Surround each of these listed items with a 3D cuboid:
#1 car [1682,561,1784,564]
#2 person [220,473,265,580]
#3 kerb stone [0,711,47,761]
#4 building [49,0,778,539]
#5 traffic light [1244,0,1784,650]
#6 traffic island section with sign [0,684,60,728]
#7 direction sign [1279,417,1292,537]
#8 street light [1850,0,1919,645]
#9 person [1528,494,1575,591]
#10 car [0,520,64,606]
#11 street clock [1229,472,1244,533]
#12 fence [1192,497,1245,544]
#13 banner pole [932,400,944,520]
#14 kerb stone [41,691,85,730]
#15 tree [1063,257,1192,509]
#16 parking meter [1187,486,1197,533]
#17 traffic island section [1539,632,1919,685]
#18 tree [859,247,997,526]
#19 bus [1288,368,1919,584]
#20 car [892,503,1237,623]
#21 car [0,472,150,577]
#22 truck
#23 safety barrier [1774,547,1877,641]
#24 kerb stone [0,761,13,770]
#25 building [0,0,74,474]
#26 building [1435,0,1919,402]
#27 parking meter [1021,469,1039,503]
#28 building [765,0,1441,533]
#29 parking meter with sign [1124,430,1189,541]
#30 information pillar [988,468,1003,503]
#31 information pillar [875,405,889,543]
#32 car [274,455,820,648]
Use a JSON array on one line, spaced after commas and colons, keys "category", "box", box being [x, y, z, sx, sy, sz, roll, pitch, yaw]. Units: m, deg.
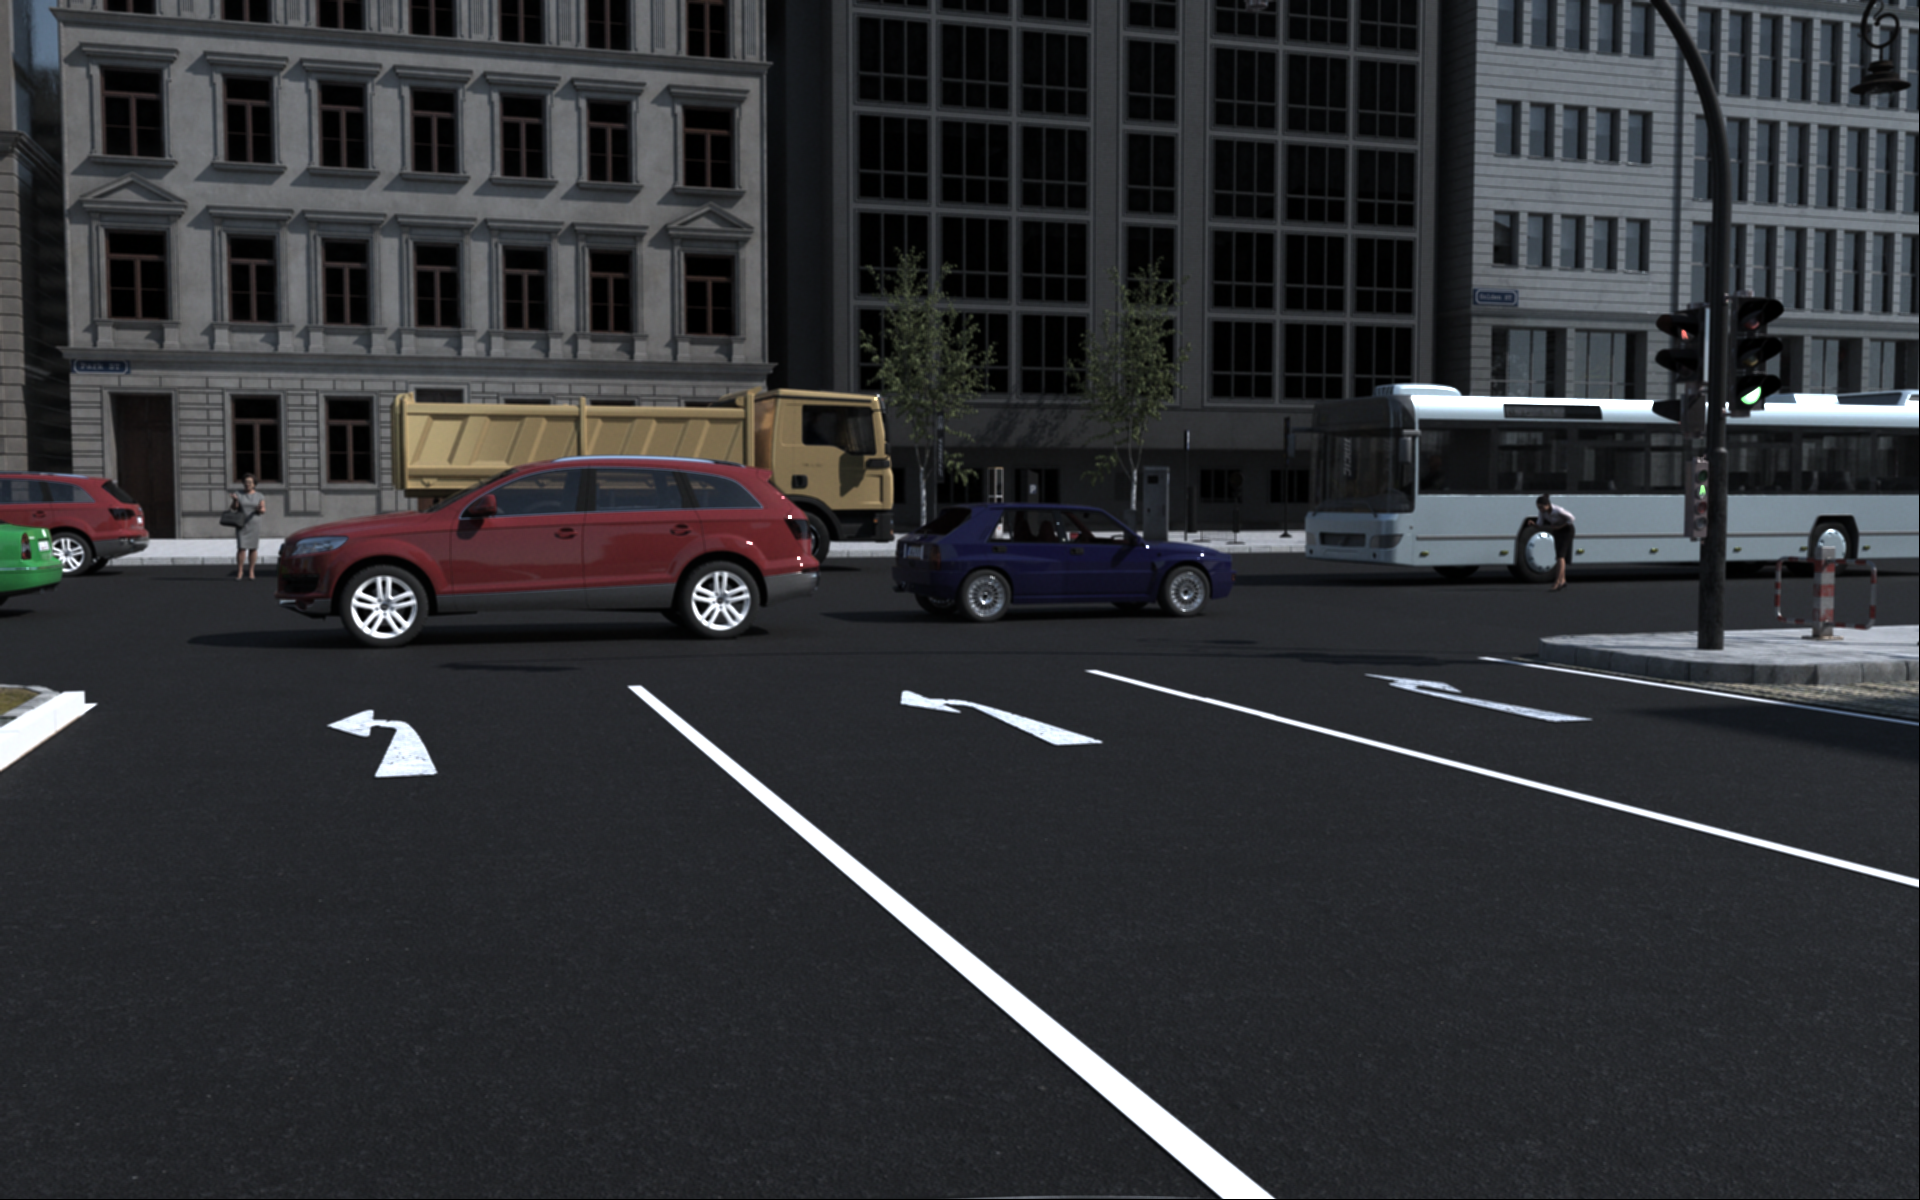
[{"category": "car", "box": [16.340, -1.538, 35.366, 3.980, 1.641, 2.015, -1, 4, -18]}, {"category": "person", "box": [-11.903, -1.217, 28.759, 0.716, 1.782, 0.532, -2, 4, -26]}, {"category": "kerb stone", "box": [-5.315, 0.755, 9.858, 0.120, 0.150, 1.000, -1, 4, -18]}, {"category": "building", "box": [-16.881, -13.408, 55.380, 21.152, 22.565, 11.583, -1, 4, -18]}, {"category": "traffic light", "box": [4.214, -2.373, 13.459, 4.771, 5.953, 1.251, -1, 4, -18]}, {"category": "traffic island section with sign", "box": [-6.635, -0.145, 10.501, 2.006, 1.907, 1.989, -1, 4, -18]}, {"category": "direction sign", "box": [9.657, -3.623, 51.240, 0.379, 3.537, 0.876, 0, 4, 2]}, {"category": "street light", "box": [8.223, -2.552, 14.508, 0.468, 5.910, 1.993, -1, 4, -18]}, {"category": "person", "box": [8.721, -0.846, 25.525, 0.628, 1.438, 0.799, 2, 4, 23]}, {"category": "car", "box": [-13.024, -0.683, 19.964, 4.718, 1.807, 1.959, -1, 4, -16]}, {"category": "street clock", "box": [9.194, -3.243, 57.586, 0.471, 2.002, 0.358, 1, 4, 22]}, {"category": "fence", "box": [6.795, -2.101, 45.556, 0.480, 1.192, 2.264, -1, 4, -17]}, {"category": "banner pole", "box": [-0.584, -3.433, 46.142, 0.401, 3.779, 0.863, -2, 4, -25]}, {"category": "kerb stone", "box": [-5.631, 0.702, 10.840, 0.120, 0.150, 1.000, -1, 4, -18]}, {"category": "tree", "box": [5.382, -6.352, 54.215, 4.737, 8.622, 4.395, 0, 3, 0]}, {"category": "parking meter", "box": [7.650, -2.988, 57.258, 0.372, 1.533, 0.369, 0, 3, 0]}, {"category": "traffic island section", "box": [6.220, 0.484, 14.360, 2.009, 0.180, 2.903, -1, 4, -18]}, {"category": "tree", "box": [-1.048, -6.176, 51.339, 4.737, 8.622, 4.395, 0, 3, 0]}, {"category": "bus", "box": [11.521, -2.126, 29.614, 13.247, 3.499, 2.948, -1, 4, -20]}, {"category": "car", "box": [1.235, -0.481, 20.449, 3.894, 1.354, 1.945, -1, 4, -19]}, {"category": "car", "box": [-17.126, -1.323, 30.308, 5.304, 1.827, 2.281, -1, 4, -17]}, {"category": "truck", "box": [-5.313, -2.205, 31.974, 9.791, 3.379, 3.469, -1, 4, -20]}, {"category": "safety barrier", "box": [7.611, -0.060, 15.260, 0.300, 0.817, 1.120, -1, 4, -18]}, {"category": "kerb stone", "box": [-4.996, 0.819, 8.883, 0.120, 0.150, 1.000, -1, 4, -18]}, {"category": "building", "box": [-39.138, -15.392, 48.915, 25.104, 27.353, 12.463, -1, 4, -18]}, {"category": "building", "box": [30.551, -17.931, 70.666, 29.804, 29.767, 11.434, -1, 4, -18]}, {"category": "parking meter", "box": [1.667, -2.180, 41.347, 0.399, 1.863, 0.255, -3, 4, -38]}, {"category": "building", "box": [4.156, -16.517, 63.559, 24.014, 27.812, 14.314, -1, 4, -18]}, {"category": "parking meter with sign", "box": [5.364, -3.130, 47.434, 1.738, 3.016, 0.543, 1, 4, 12]}, {"category": "information pillar", "box": [0.986, -2.669, 48.133, 0.304, 2.012, 0.304, -3, 5, -43]}, {"category": "information pillar", "box": [-2.146, -3.327, 45.755, 0.504, 3.616, 0.183, 0, 4, 1]}, {"category": "car", "box": [-4.076, -0.538, 17.465, 5.304, 1.827, 2.281, -1, 4, -18]}]
